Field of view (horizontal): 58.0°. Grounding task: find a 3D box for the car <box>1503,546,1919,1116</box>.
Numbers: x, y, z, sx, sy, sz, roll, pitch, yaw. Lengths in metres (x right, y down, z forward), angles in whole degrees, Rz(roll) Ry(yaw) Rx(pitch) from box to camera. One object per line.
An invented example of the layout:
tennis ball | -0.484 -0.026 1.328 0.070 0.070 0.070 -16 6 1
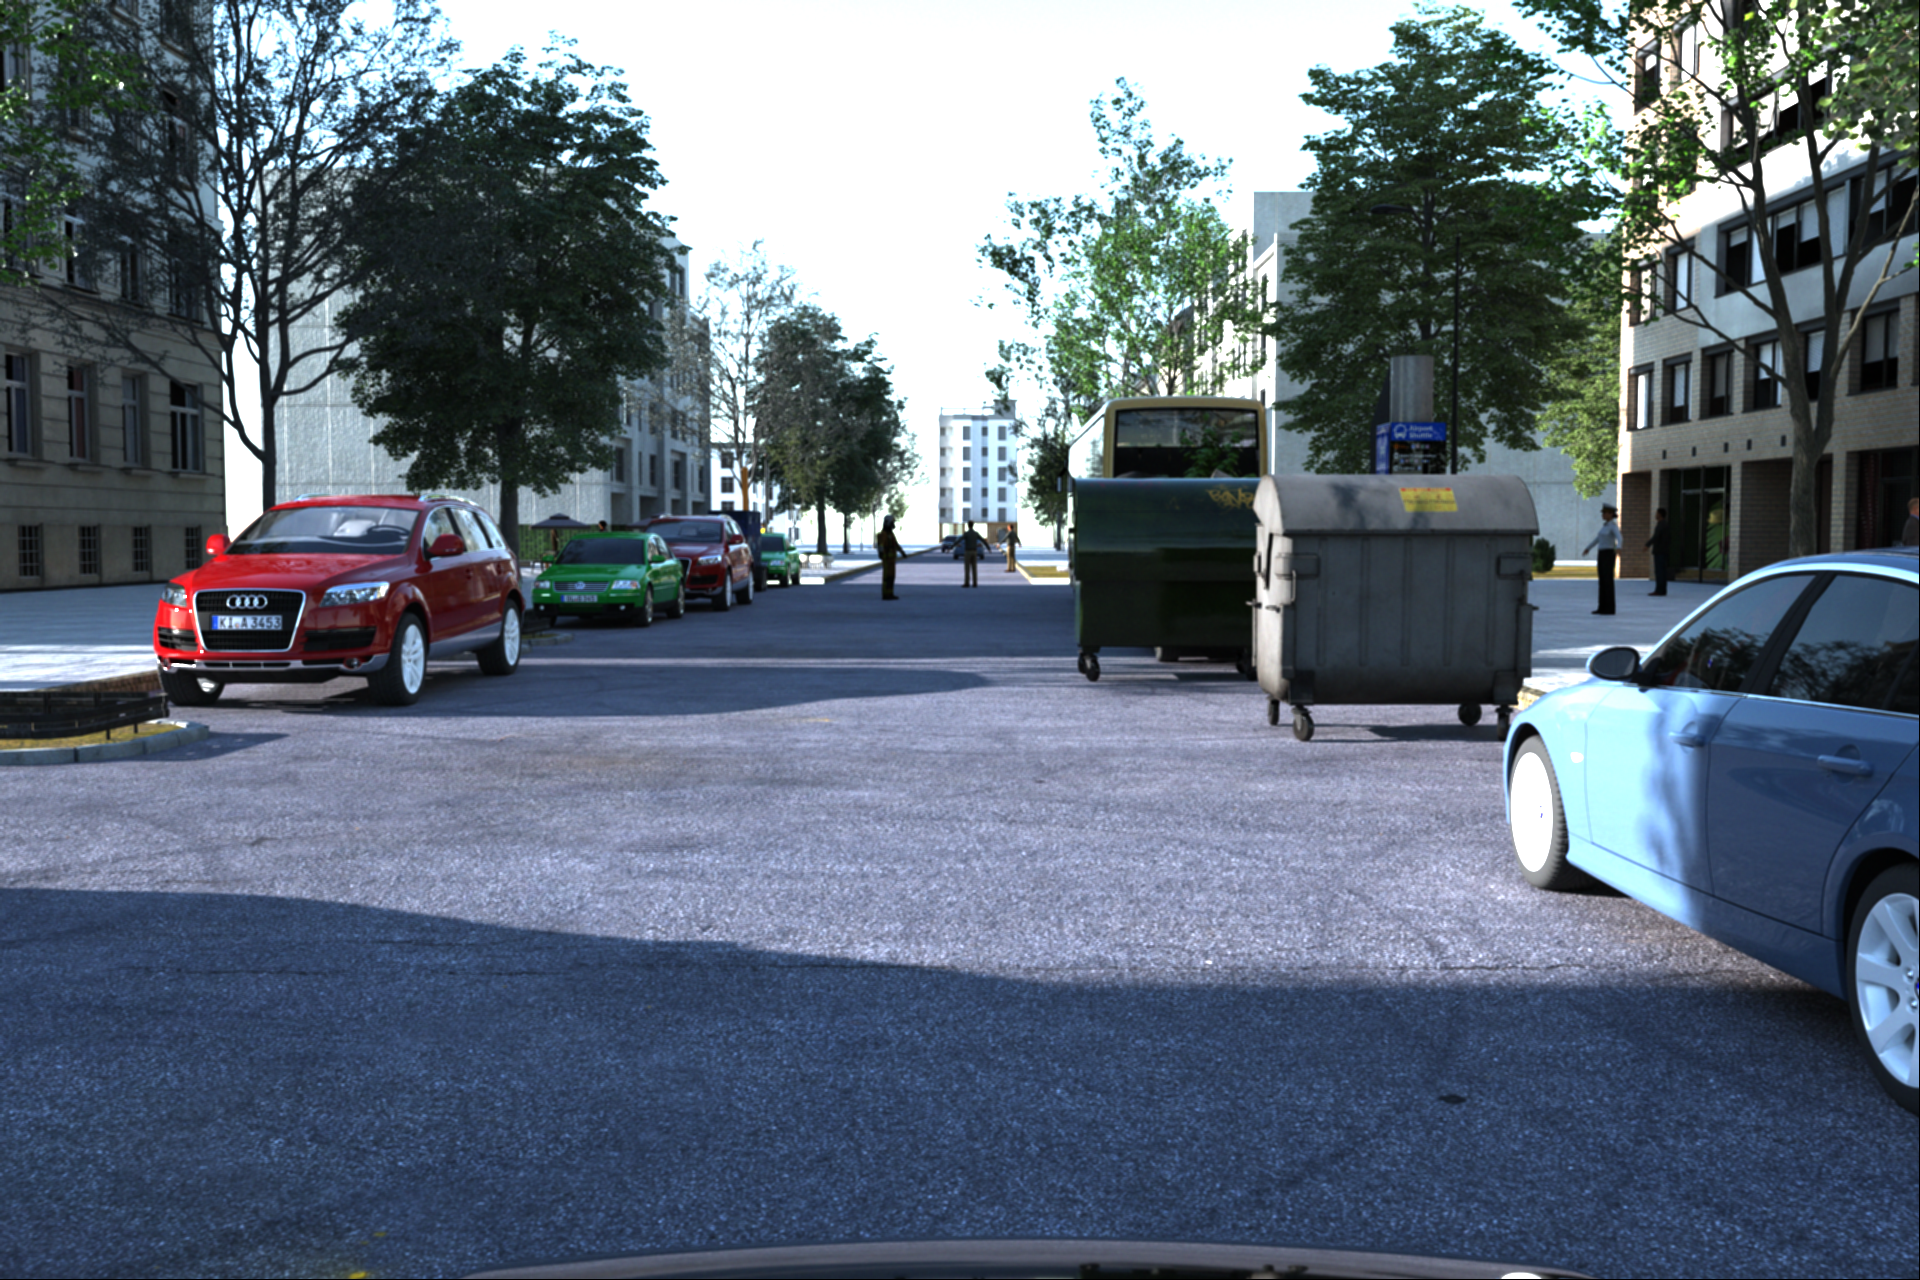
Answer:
car | 3.183 0.397 5.519 2.014 1.417 4.499 0 4 0

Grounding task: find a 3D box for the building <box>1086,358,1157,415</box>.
building | 25.117 -23.319 212.186 19.493 23.208 18.063 0 4 1

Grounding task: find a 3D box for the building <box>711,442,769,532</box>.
building | -23.370 -14.060 172.024 9.099 9.664 28.070 0 4 1

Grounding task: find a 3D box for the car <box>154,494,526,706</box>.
car | -5.567 -0.457 16.138 2.281 1.827 5.304 0 4 0

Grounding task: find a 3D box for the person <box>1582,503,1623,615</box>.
person | 10.245 -1.294 27.617 0.721 1.778 1.216 0 4 -5

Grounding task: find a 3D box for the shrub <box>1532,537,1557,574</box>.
shrub | 18.848 -2.755 56.169 1.383 1.207 1.383 0 3 0

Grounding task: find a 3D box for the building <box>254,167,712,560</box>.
building | -25.318 -14.260 99.610 16.747 18.905 31.486 0 4 1

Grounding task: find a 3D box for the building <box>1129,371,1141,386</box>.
building | 24.584 -21.038 200.387 16.016 20.090 11.380 0 4 1

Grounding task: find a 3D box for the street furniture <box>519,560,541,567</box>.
street furniture | -21.901 -3.655 66.609 9.812 1.723 11.010 1 4 19

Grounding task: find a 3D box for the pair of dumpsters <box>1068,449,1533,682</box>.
pair of dumpsters | 3.299 -0.753 17.261 4.436 2.255 1.574 0 4 1

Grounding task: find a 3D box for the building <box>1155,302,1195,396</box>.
building | 24.773 -18.208 128.635 19.493 23.208 18.063 0 4 1

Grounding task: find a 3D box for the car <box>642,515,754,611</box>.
car | -5.275 -1.540 33.847 2.281 1.827 5.304 0 4 1

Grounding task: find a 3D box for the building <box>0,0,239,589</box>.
building | -27.778 -12.338 33.750 16.112 23.069 30.059 0 3 0

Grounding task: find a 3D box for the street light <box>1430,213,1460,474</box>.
street light | 7.562 -3.181 24.554 1.470 5.913 1.316 0 4 1

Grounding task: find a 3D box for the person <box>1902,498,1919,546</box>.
person | 12.789 -1.007 23.066 0.434 1.755 0.990 3 4 39

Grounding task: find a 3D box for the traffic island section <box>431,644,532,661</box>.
traffic island section | -6.176 0.146 20.484 1.991 0.108 1.994 0 4 1

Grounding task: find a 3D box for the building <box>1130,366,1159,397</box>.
building | 27.377 -20.967 173.731 19.493 23.208 18.063 0 4 0

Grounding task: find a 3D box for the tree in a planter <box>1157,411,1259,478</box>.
tree in a planter | 3.622 -1.706 25.122 1.991 3.239 1.994 0 4 0

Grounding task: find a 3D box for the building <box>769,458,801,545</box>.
building | -23.264 -16.081 205.078 9.099 9.664 28.070 0 4 1

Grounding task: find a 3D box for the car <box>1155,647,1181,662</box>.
car | 3.085 -0.731 20.747 1.959 1.807 4.718 0 4 0

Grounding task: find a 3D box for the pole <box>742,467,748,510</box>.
pole | -6.557 -3.618 52.992 0.158 3.312 0.155 0 3 0

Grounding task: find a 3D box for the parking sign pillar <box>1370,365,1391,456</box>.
parking sign pillar | 7.064 -2.442 28.402 1.447 3.967 1.447 0 4 1

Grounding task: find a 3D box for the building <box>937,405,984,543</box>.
building | -2.985 -23.701 246.387 11.380 20.090 16.016 0 4 3

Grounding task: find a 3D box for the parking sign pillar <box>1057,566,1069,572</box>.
parking sign pillar | 4.021 -4.308 58.909 1.447 3.967 1.447 0 4 2

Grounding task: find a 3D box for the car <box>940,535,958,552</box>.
car | -0.579 -7.598 136.804 1.945 1.354 3.894 0 4 0

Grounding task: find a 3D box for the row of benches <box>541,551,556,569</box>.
row of benches | -14.658 -2.914 63.108 1.422 0.672 4.104 -1 4 -22

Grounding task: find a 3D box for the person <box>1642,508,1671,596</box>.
person | 14.550 -1.833 36.042 0.705 1.821 1.348 3 5 41

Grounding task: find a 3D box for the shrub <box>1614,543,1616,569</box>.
shrub | 24.224 -3.204 63.495 1.383 1.207 1.383 0 3 0

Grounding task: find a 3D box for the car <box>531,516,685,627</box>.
car | -5.630 -1.179 28.066 1.959 1.807 4.718 0 4 1

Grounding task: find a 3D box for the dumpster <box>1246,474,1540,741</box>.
dumpster | 3.063 -0.259 12.443 1.865 1.857 1.264 0 4 -1

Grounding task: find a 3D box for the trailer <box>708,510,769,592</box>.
trailer | -5.608 -2.176 42.623 1.471 1.999 3.904 0 4 1

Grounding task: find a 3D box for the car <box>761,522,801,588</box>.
car | -5.433 -2.382 47.743 1.959 1.807 4.718 0 4 1

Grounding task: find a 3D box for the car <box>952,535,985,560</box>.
car | 0.512 -5.294 98.556 2.014 1.417 4.499 0 4 1

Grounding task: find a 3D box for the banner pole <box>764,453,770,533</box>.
banner pole | -5.990 -3.910 53.945 0.401 3.779 0.863 0 4 3

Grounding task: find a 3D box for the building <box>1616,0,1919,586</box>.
building | 28.266 -13.396 25.604 21.656 26.213 47.522 0 4 1

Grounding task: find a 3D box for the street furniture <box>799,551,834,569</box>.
street furniture | -8.489 -3.054 65.562 5.734 0.657 10.072 -2 4 -25

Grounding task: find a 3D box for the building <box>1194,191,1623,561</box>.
building | 23.542 -14.160 97.970 16.747 18.905 31.486 0 4 1

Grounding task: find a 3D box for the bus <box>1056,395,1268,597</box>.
bus | 3.522 -2.511 32.599 2.896 3.916 12.252 0 4 1
